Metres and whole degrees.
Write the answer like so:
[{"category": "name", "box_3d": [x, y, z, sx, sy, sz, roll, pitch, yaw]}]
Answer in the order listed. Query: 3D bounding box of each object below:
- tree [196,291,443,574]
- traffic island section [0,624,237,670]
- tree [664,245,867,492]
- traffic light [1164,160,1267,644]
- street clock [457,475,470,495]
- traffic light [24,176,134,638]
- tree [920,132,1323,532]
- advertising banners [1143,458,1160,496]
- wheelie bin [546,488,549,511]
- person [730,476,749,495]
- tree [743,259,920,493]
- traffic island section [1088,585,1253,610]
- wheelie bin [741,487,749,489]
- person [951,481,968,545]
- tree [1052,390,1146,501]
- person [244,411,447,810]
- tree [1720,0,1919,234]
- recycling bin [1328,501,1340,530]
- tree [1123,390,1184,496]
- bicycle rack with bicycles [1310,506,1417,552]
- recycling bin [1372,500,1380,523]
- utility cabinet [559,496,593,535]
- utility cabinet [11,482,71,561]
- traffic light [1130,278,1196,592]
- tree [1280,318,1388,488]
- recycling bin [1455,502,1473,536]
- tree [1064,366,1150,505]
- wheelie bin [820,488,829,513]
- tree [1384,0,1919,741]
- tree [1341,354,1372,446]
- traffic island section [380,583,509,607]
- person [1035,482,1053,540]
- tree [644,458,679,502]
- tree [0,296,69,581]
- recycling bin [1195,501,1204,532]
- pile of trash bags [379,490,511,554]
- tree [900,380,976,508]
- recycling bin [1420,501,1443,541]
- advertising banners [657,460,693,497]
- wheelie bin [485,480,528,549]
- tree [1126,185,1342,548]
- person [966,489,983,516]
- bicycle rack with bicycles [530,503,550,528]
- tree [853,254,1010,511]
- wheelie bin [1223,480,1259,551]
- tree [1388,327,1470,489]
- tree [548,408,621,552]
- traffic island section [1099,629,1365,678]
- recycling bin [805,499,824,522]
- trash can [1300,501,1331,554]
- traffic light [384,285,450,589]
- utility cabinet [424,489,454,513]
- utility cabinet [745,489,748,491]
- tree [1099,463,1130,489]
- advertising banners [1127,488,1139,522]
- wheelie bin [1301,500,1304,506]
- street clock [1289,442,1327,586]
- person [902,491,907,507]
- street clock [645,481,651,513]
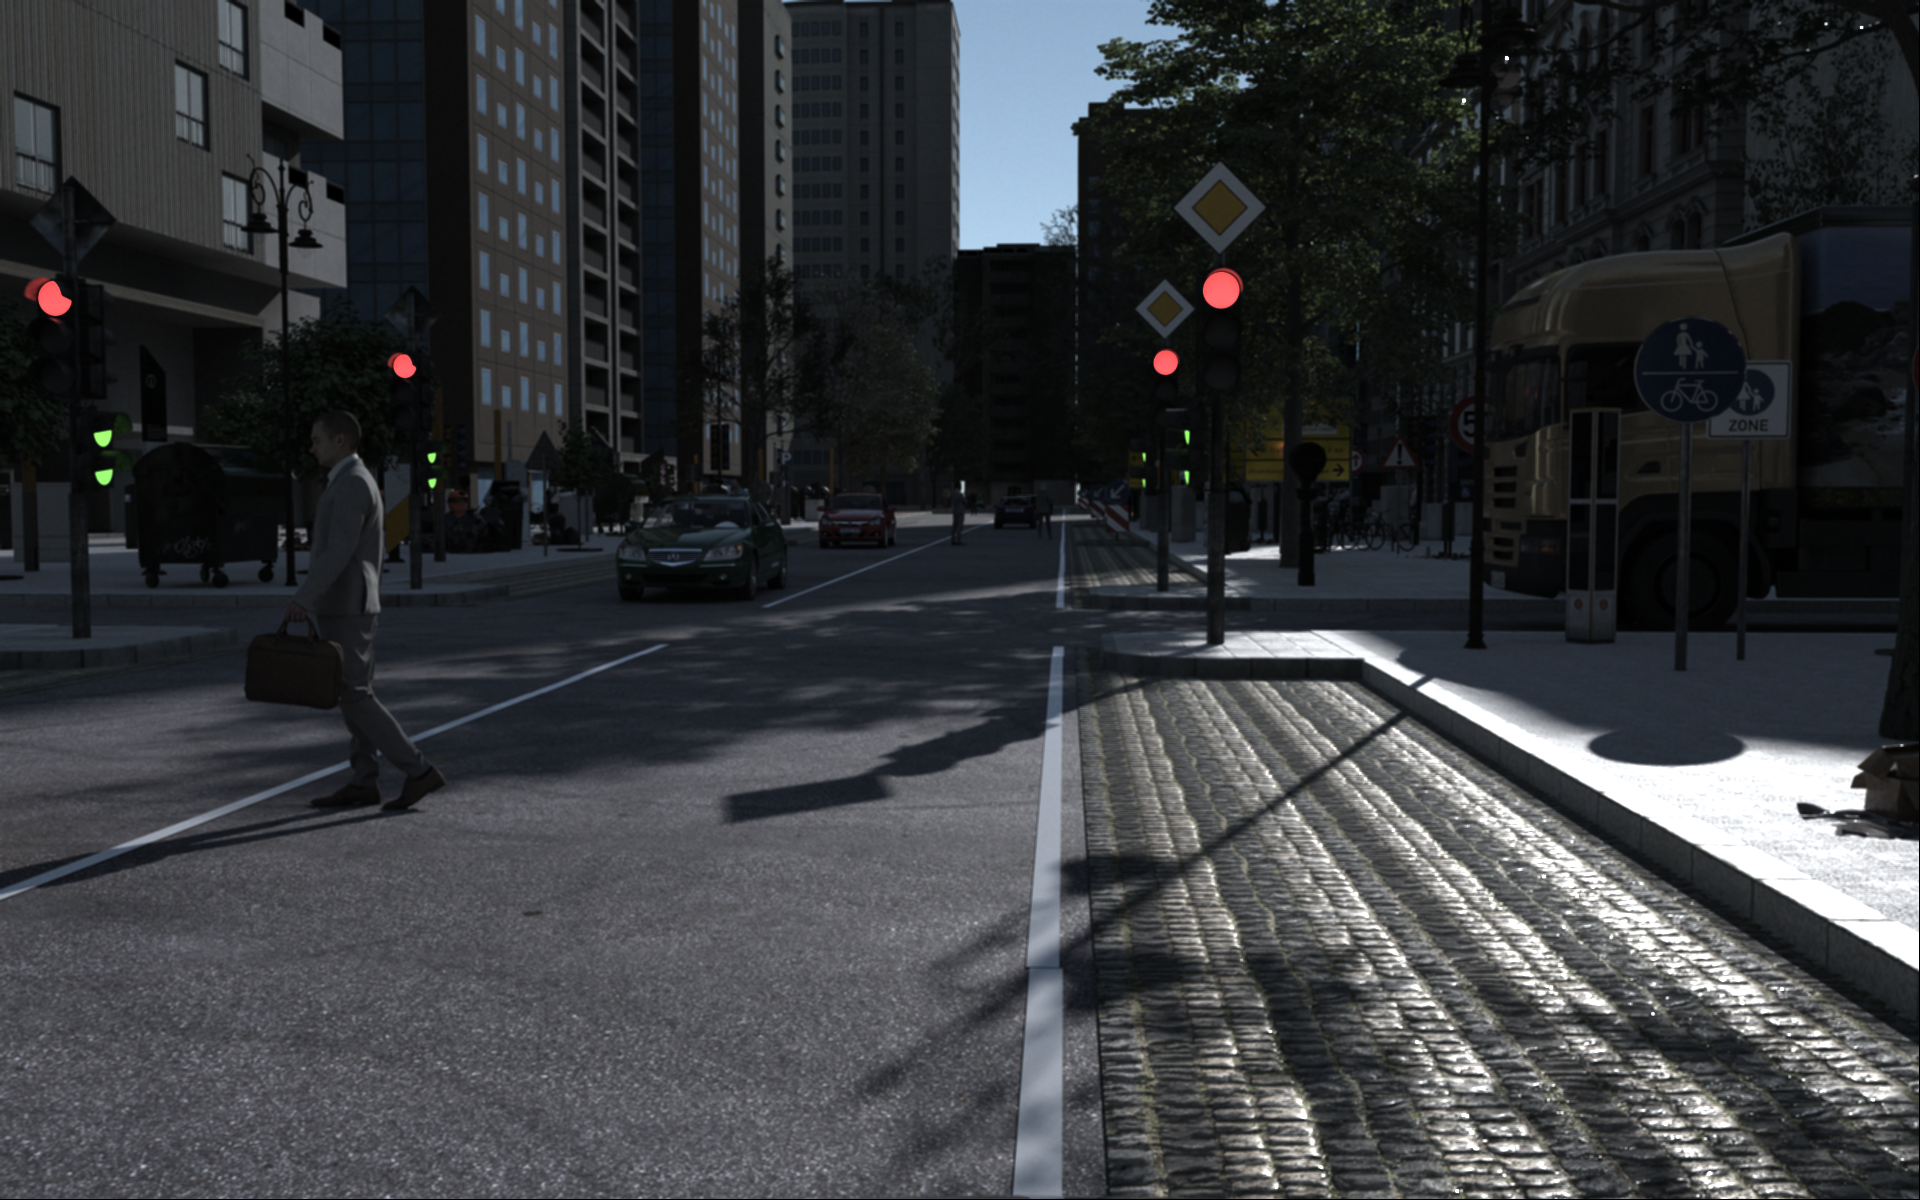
[{"category": "tree", "box_3d": [-10.143, -2.715, 28.111, 4.285, 4.588, 4.351, 0, 3, 0]}, {"category": "traffic island section", "box_3d": [-7.860, 0.416, 15.473, 2.009, 0.180, 2.903, 0, 4, 3]}, {"category": "tree", "box_3d": [-7.667, -7.984, 64.958, 7.601, 10.594, 8.767, 2, 4, 25]}, {"category": "traffic light", "box_3d": [2.174, -1.580, 14.750, 0.839, 4.253, 0.868, 0, 4, 3]}, {"category": "street clock", "box_3d": [-19.216, -3.823, 67.081, 0.358, 2.002, 0.471, 3, 5, 45]}, {"category": "traffic light", "box_3d": [-7.820, -1.616, 15.336, 0.839, 4.253, 0.868, 0, 4, 3]}, {"category": "tree", "box_3d": [7.063, -9.045, 58.263, 12.009, 13.543, 11.850, 0, 3, 0]}, {"category": "advertising banners", "box_3d": [7.875, -4.502, 69.787, 0.090, 3.025, 2.074, -1, 4, -23]}, {"category": "wheelie bin", "box_3d": [-19.279, -4.537, 82.083, 0.693, 1.594, 0.980, 2, 4, 26]}, {"category": "person", "box_3d": [-4.607, -1.724, 36.715, 0.660, 1.820, 0.620, 3, 4, 36]}, {"category": "tree", "box_3d": [-6.227, -11.055, 91.112, 12.009, 13.543, 11.850, 0, 3, 0]}, {"category": "traffic island section", "box_3d": [2.695, -0.034, 22.832, 2.009, 0.180, 2.903, 0, 4, 3]}, {"category": "wheelie bin", "box_3d": [-10.259, -4.584, 82.863, 0.980, 1.594, 0.693, -3, 5, -40]}, {"category": "person", "box_3d": [0.002, -2.446, 48.665, 0.511, 1.800, 0.466, 3, 5, 42]}, {"category": "tree", "box_3d": [13.370, -15.261, 166.531, 9.611, 12.733, 9.660, 0, 3, 0]}, {"category": "person", "box_3d": [-2.808, 0.043, 7.918, 0.853, 1.813, 0.709, -1, 4, -19]}, {"category": "tree", "box_3d": [12.809, -4.554, 24.826, 4.360, 8.622, 3.978, 0, 3, 0]}, {"category": "recycling bin", "box_3d": [13.053, -2.998, 61.573, 0.722, 1.027, 0.722, 0, 4, -3]}, {"category": "tree", "box_3d": [10.847, -9.203, 100.833, 4.360, 8.622, 3.978, 0, 3, 0]}, {"category": "bicycle rack with bicycles", "box_3d": [8.591, -1.596, 39.473, 2.852, 0.926, 2.925, -2, 4, -25]}, {"category": "recycling bin", "box_3d": [17.738, -3.673, 72.600, 0.722, 1.027, 0.722, 0, 4, -8]}, {"category": "utility cabinet", "box_3d": [-12.096, -2.653, 54.541, 1.020, 1.237, 0.306, -2, 4, -30]}, {"category": "utility cabinet", "box_3d": [-17.222, -1.471, 32.737, 1.173, 1.500, 0.318, 0, 4, -5]}, {"category": "traffic light", "box_3d": [2.656, -2.067, 22.721, 0.839, 4.253, 0.868, 0, 4, 3]}, {"category": "tree", "box_3d": [14.759, -7.397, 71.297, 4.360, 8.622, 3.978, 0, 3, 0]}, {"category": "recycling bin", "box_3d": [15.679, -2.503, 53.484, 0.722, 1.027, 0.722, 0, 4, -1]}, {"category": "tree", "box_3d": [11.591, -12.540, 130.778, 9.928, 11.665, 9.643, 0, 3, 0]}, {"category": "wheelie bin", "box_3d": [-7.242, -5.026, 90.090, 0.693, 1.594, 0.980, 2, 4, 25]}, {"category": "tree", "box_3d": [4.929, -4.528, 8.451, 8.767, 10.594, 7.601, 0, 4, 8]}, {"category": "tree", "box_3d": [18.829, -8.444, 88.414, 4.737, 8.622, 4.395, 0, 3, 0]}, {"category": "traffic island section", "box_3d": [-7.378, -0.071, 23.444, 2.009, 0.180, 2.903, 0, 4, 3]}, {"category": "person", "box_3d": [2.628, -2.805, 54.544, 0.537, 1.800, 0.526, 2, 4, 34]}, {"category": "tree", "box_3d": [-15.843, -5.939, 91.711, 1.663, 3.219, 1.824, 0, 3, 0]}, {"category": "tree", "box_3d": [-14.903, -2.582, 25.936, 4.285, 4.588, 4.351, 0, 3, 0]}, {"category": "recycling bin", "box_3d": [8.371, -2.872, 59.510, 0.722, 1.027, 0.722, 0, 4, 6]}, {"category": "pile of trash bags", "box_3d": [-11.659, -1.755, 38.440, 3.447, 1.369, 1.912, 2, 4, 24]}, {"category": "tree", "box_3d": [-2.414, -14.221, 158.262, 9.928, 11.665, 9.643, 0, 3, 0]}, {"category": "recycling bin", "box_3d": [13.145, -2.175, 48.109, 0.722, 1.027, 0.722, -1, 4, -12]}, {"category": "advertising banners", "box_3d": [-14.655, -5.715, 89.623, 2.074, 3.025, 0.090, -2, 4, -30]}, {"category": "wheelie bin", "box_3d": [-10.494, -1.976, 40.220, 0.980, 1.594, 0.693, -2, 4, -34]}, {"category": "tree", "box_3d": [6.156, -5.560, 41.276, 4.737, 8.622, 4.395, 0, 3, 0]}, {"category": "person", "box_3d": [0.903, -6.470, 114.798, 1.217, 1.766, 0.721, 1, 4, 12]}, {"category": "bicycle rack with bicycles", "box_3d": [-16.266, -3.202, 65.737, 2.852, 0.926, 2.925, -3, 5, -43]}, {"category": "tree", "box_3d": [-1.647, -17.058, 134.780, 12.611, 20.169, 13.585, 0, 3, 0]}, {"category": "wheelie bin", "box_3d": [6.168, -1.899, 38.956, 0.693, 1.594, 0.980, -1, 4, -11]}, {"category": "tree", "box_3d": [19.945, -7.666, 75.695, 4.360, 8.622, 3.978, 0, 3, 0]}, {"category": "tree", "box_3d": [-8.516, -2.703, 38.790, 1.663, 3.219, 1.824, 0, 3, 0]}, {"category": "traffic island section", "box_3d": [2.213, 0.454, 14.862, 2.009, 0.180, 2.903, 0, 4, 3]}, {"category": "recycling bin", "box_3d": [-6.765, -4.161, 80.581, 0.722, 1.027, 0.722, 1, 4, 15]}, {"category": "trash can", "box_3d": [7.642, -1.577, 37.445, 0.748, 1.137, 0.748, 0, 3, 0]}, {"category": "traffic light", "box_3d": [-7.338, -2.103, 23.307, 0.839, 4.253, 0.868, 0, 4, 3]}, {"category": "utility cabinet", "box_3d": [-21.814, -3.910, 72.615, 1.173, 1.500, 0.318, 0, 4, 2]}, {"category": "utility cabinet", "box_3d": [-9.440, -4.163, 76.736, 0.318, 1.500, 1.173, 1, 4, 23]}, {"category": "tree", "box_3d": [13.716, -10.167, 149.949, 4.285, 4.588, 4.351, 0, 3, 0]}, {"category": "advertising banners", "box_3d": [8.100, -5.138, 80.196, 0.090, 3.025, 2.074, 2, 4, 25]}, {"category": "wheelie bin", "box_3d": [16.068, -4.436, 80.439, 0.693, 1.594, 0.980, 1, 4, 17]}, {"category": "street clock", "box_3d": [4.846, -1.200, 24.184, 0.471, 2.002, 0.358, 0, 4, -5]}, {"category": "person", "box_3d": [-5.765, -10.461, 180.464, 0.541, 1.710, 0.530, 1, 4, 15]}, {"category": "street clock", "box_3d": [-16.950, -5.475, 94.079, 0.358, 2.002, 0.471, 2, 4, 34]}]
